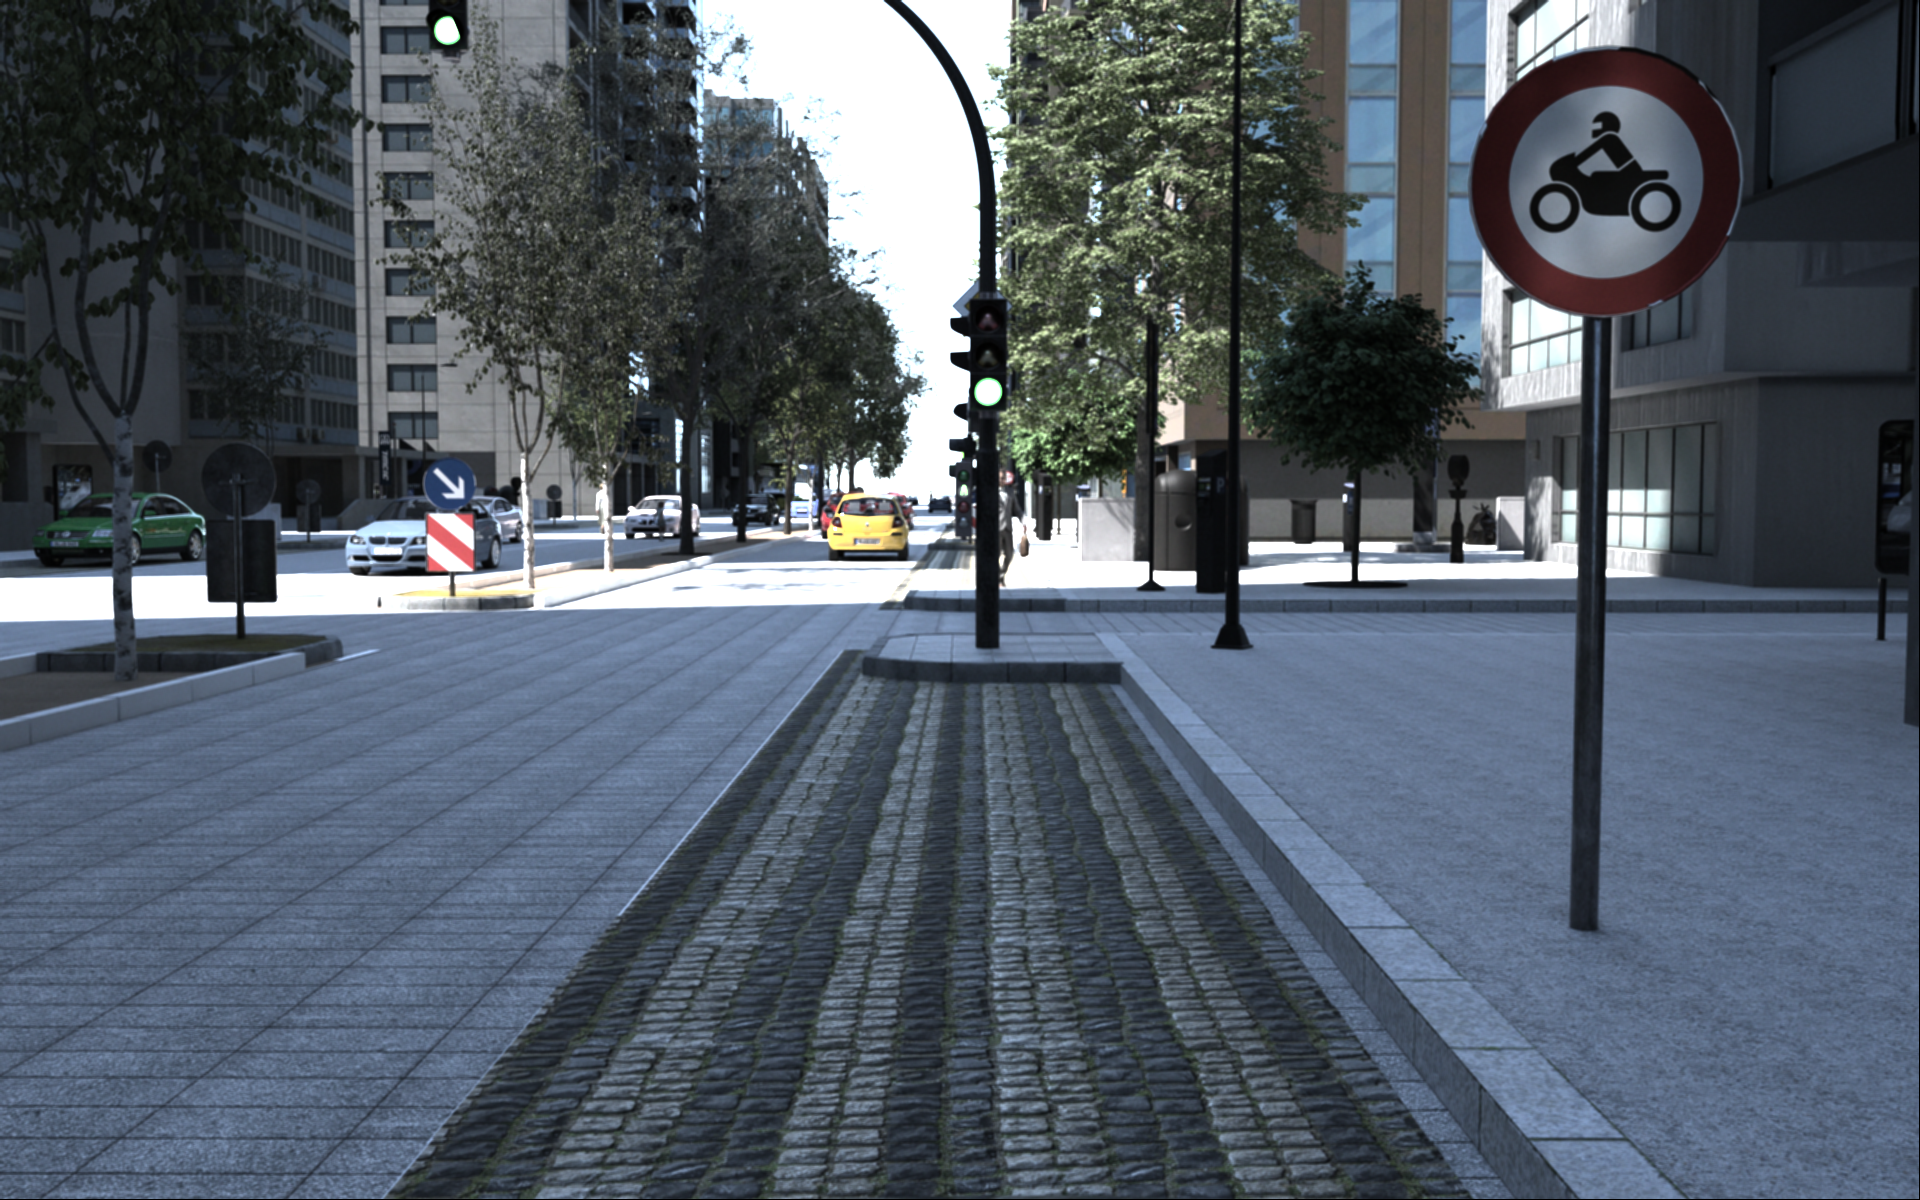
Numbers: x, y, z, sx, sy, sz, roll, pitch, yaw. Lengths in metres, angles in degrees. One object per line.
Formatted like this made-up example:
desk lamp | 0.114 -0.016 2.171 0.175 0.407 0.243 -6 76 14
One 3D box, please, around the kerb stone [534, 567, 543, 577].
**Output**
kerb stone | -7.324 -0.443 29.444 0.120 0.150 1.000 0 4 0

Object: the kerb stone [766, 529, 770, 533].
kerb stone | -7.050 -2.449 62.232 0.120 0.150 1.000 0 4 0

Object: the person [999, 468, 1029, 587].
person | 0.634 -1.043 25.682 0.709 1.813 0.853 -2 4 -26

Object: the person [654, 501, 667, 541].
person | -9.168 -2.398 52.729 0.505 1.210 0.382 2 4 35

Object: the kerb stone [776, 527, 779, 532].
kerb stone | -7.020 -2.636 65.297 0.120 0.150 1.000 0 4 0

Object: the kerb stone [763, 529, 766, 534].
kerb stone | -7.057 -2.384 61.210 0.120 0.150 1.000 0 4 0

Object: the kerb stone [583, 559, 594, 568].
kerb stone | -7.300 -0.694 33.539 0.120 0.150 1.000 0 4 0

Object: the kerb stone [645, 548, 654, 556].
kerb stone | -7.226 -1.070 39.686 0.120 0.150 1.000 0 4 0

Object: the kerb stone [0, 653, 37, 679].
kerb stone | -7.457 0.530 13.523 0.120 0.150 1.000 0 4 0

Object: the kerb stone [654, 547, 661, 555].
kerb stone | -7.233 -1.132 40.708 0.120 0.150 1.000 0 4 0

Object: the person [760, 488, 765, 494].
person | -12.464 -6.146 108.972 0.705 1.826 1.348 2 4 30

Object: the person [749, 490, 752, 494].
person | -16.460 -7.755 135.971 1.217 1.739 0.721 -1 4 -13

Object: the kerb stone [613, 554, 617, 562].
kerb stone | -7.268 -0.819 35.583 0.120 0.150 1.000 0 4 0

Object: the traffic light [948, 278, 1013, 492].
traffic light | 0.271 -2.046 22.378 0.839 4.253 0.868 0 4 0

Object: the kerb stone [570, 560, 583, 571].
kerb stone | -7.298 -0.625 32.517 0.120 0.150 1.000 0 4 0

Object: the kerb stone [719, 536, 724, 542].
kerb stone | -7.146 -1.759 50.966 0.120 0.150 1.000 0 4 0

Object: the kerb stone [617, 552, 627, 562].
kerb stone | -7.261 -0.881 36.605 0.120 0.150 1.000 0 4 0

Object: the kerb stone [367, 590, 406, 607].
kerb stone | -7.390 -0.005 22.280 0.120 0.150 1.000 0 4 0

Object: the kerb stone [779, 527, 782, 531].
kerb stone | -7.020 -2.698 66.323 0.120 0.150 1.000 0 4 0

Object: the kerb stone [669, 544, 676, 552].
kerb stone | -7.209 -1.257 42.754 0.120 0.150 1.000 0 4 0

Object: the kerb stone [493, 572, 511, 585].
kerb stone | -7.342 -0.318 27.400 0.120 0.150 1.000 0 4 0

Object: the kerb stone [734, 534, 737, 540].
kerb stone | -7.119 -1.947 54.036 0.120 0.150 1.000 0 4 0

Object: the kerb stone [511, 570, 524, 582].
kerb stone | -7.330 -0.378 28.422 0.120 0.150 1.000 0 4 0

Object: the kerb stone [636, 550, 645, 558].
kerb stone | -7.245 -1.003 38.658 0.120 0.150 1.000 0 4 0

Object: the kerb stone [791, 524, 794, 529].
kerb stone | -6.983 -2.949 70.422 0.120 0.150 1.000 0 4 0

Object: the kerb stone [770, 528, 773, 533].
kerb stone | -7.039 -2.511 63.254 0.120 0.150 1.000 0 4 0

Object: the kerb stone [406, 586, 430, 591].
kerb stone | -7.381 -0.065 23.311 0.120 0.150 1.000 0 4 0

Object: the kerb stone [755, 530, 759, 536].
kerb stone | -7.074 -2.260 59.162 0.120 0.150 1.000 0 4 0

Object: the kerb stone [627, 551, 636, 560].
kerb stone | -7.263 -0.944 37.629 0.120 0.150 1.000 0 4 0

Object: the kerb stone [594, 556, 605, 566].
kerb stone | -7.287 -0.745 34.562 0.120 0.150 1.000 0 4 0

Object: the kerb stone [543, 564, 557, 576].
kerb stone | -7.322 -0.506 30.466 0.120 0.150 1.000 0 4 0

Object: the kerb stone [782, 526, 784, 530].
kerb stone | -7.010 -2.759 67.345 0.120 0.150 1.000 0 4 0

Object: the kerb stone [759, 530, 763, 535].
kerb stone | -7.068 -2.324 60.188 0.120 0.150 1.000 0 4 0

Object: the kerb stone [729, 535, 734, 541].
kerb stone | -7.122 -1.883 53.014 0.120 0.150 1.000 0 4 0

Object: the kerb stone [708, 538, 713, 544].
kerb stone | -7.169 -1.634 48.904 0.120 0.150 1.000 0 4 0

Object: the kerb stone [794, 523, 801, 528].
kerb stone | -6.957 -3.137 73.488 0.120 0.150 1.000 0 4 0

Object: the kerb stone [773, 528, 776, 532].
kerb stone | -7.041 -2.572 64.276 0.120 0.150 1.000 0 4 0

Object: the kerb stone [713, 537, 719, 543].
kerb stone | -7.159 -1.696 49.929 0.120 0.150 1.000 0 4 0

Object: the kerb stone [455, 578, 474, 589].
kerb stone | -7.358 -0.193 25.356 0.120 0.150 1.000 0 4 0

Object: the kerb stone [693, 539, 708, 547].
kerb stone | -7.173 -1.571 47.878 0.120 0.150 1.000 0 4 0

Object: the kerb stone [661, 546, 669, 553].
kerb stone | -7.223 -1.193 41.732 0.120 0.150 1.000 0 4 0

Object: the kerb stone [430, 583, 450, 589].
kerb stone | -7.370 -0.130 24.334 0.120 0.150 1.000 0 4 0

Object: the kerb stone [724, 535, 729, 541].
kerb stone | -7.127 -1.818 51.988 0.120 0.150 1.000 0 4 0

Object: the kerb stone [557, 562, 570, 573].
kerb stone | -7.306 -0.568 31.489 0.120 0.150 1.000 0 4 0

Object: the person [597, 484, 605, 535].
person | -12.534 -3.188 60.848 0.478 1.798 0.641 1 4 14

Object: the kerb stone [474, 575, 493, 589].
kerb stone | -7.347 -0.256 26.378 0.120 0.150 1.000 0 4 0

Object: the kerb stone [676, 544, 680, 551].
kerb stone | -7.201 -1.320 43.778 0.120 0.150 1.000 0 4 0

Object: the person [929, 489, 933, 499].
person | -2.462 -8.349 144.947 0.705 1.831 1.348 0 4 -5

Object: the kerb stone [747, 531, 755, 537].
kerb stone | -7.089 -2.198 58.140 0.120 0.150 1.000 0 4 0
